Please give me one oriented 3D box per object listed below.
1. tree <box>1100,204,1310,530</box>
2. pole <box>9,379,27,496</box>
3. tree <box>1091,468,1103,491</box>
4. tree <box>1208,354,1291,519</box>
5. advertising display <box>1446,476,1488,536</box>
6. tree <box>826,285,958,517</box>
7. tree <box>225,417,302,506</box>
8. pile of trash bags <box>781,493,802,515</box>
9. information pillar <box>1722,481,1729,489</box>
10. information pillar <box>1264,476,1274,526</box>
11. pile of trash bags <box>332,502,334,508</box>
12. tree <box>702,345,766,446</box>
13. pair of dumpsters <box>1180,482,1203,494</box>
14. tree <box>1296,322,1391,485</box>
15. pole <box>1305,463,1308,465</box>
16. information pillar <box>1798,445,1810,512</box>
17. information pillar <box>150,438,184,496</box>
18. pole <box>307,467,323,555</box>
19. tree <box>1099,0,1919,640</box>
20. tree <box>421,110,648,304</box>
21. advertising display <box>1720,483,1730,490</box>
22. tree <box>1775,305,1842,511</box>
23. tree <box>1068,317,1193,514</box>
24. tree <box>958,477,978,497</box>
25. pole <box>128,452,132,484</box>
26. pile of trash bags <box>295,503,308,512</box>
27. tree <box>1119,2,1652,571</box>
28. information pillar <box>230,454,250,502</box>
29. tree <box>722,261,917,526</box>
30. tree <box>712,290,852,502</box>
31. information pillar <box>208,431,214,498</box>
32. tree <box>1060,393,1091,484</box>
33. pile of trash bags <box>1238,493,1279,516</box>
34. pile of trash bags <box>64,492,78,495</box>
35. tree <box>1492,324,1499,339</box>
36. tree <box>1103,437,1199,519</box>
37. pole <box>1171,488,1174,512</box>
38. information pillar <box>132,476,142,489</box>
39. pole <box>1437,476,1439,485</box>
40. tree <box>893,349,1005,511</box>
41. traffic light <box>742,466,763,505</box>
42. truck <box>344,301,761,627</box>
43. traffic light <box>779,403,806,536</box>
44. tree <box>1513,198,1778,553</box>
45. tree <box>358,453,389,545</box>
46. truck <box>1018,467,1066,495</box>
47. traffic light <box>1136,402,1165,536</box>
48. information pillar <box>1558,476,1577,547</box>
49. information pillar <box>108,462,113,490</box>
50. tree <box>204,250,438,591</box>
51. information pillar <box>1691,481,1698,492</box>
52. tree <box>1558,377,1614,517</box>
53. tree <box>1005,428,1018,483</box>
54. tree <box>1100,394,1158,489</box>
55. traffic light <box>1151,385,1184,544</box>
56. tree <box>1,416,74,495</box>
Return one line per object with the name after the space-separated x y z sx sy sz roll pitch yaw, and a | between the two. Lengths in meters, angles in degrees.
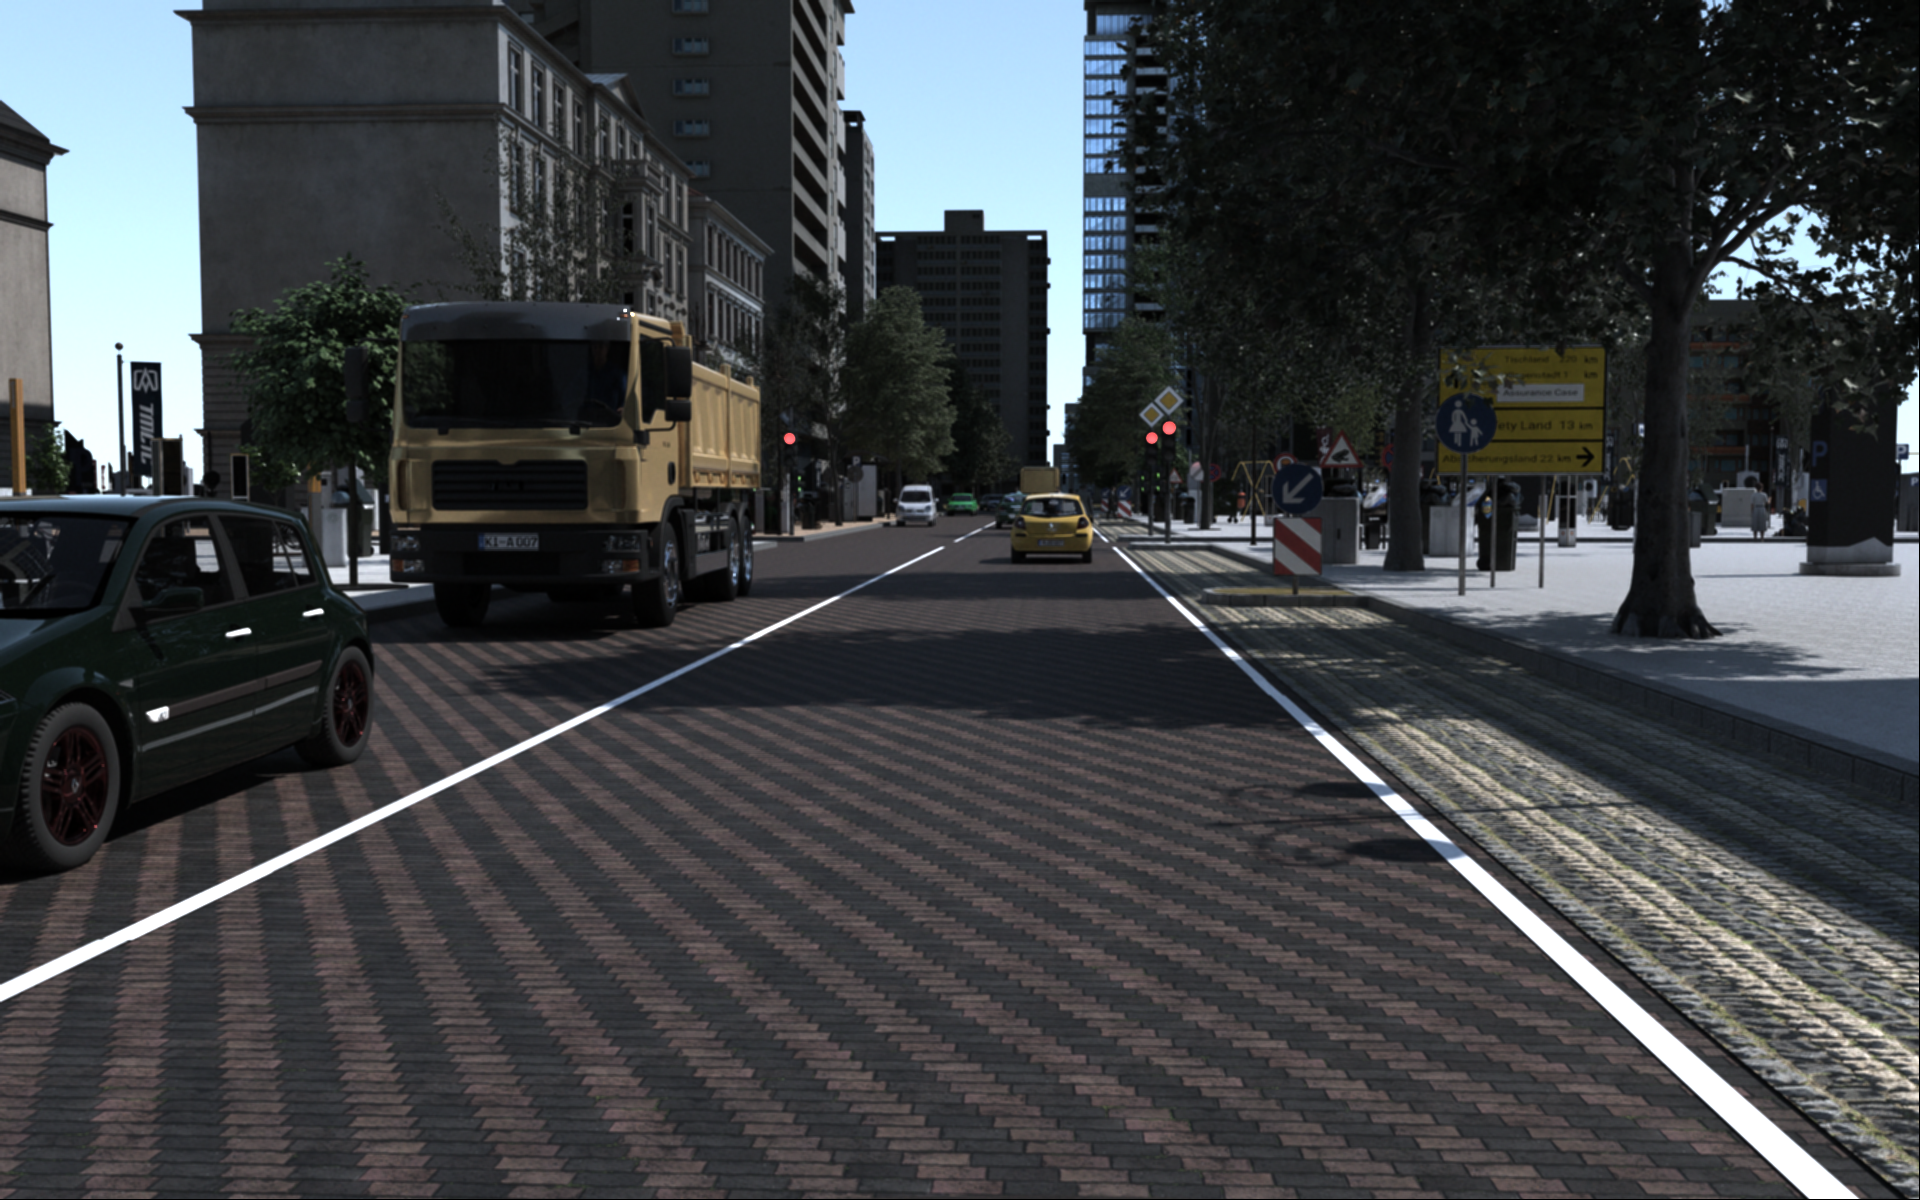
8.755 -8.297 61.407 9.928 11.665 9.643 0 3 0 | tree
-16.678 -2.254 30.690 0.158 3.312 0.155 0 3 0 | pole
14.298 -10.709 158.812 4.285 4.588 4.351 0 3 0 | tree
14.987 -8.467 88.805 4.360 8.622 3.978 0 3 0 | tree
11.786 -2.145 40.279 0.974 1.923 0.123 -1 4 -11 | advertising display
-3.757 -10.800 94.706 7.486 12.596 7.792 0 3 0 | tree
-14.299 -2.521 35.820 1.663 3.219 1.824 0 3 0 | tree
-9.346 -5.248 95.557 1.912 1.369 3.447 0 4 -3 | pile of trash bags
42.234 -5.574 95.620 0.304 2.012 0.304 2 4 27 | information pillar
12.246 -3.922 68.609 0.304 2.012 0.304 0 4 -4 | information pillar
-41.792 -6.604 117.731 3.447 1.369 1.912 1 4 9 | pile of trash bags
-11.371 -8.278 85.710 4.737 8.622 4.395 0 3 0 | tree
13.379 -5.897 98.915 1.574 2.255 4.437 0 4 3 | pair of dumpsters
16.397 -7.493 72.880 4.737 8.622 4.395 0 3 0 | tree
22.840 -7.369 114.321 0.158 3.312 0.155 0 3 0 | pole
40.300 -5.591 82.772 0.504 3.616 0.183 0 4 7 | information pillar
-10.442 -1.123 22.860 0.304 2.012 0.304 3 5 44 | information pillar
-10.314 -2.068 27.651 0.158 3.312 0.155 0 3 0 | pole
6.374 -6.013 15.318 9.611 12.733 9.660 0 3 0 | tree
-7.803 -5.040 32.772 4.360 8.622 3.978 0 3 0 | tree
43.306 -5.681 98.098 0.123 1.923 0.974 0 4 -2 | advertising display
27.428 -6.485 56.400 4.360 8.622 3.978 0 3 0 | tree
11.280 -11.841 111.724 7.486 12.596 7.792 0 3 0 | tree
1.375 -14.354 185.045 4.360 8.622 3.978 0 3 0 | tree
-39.877 -5.470 83.276 0.158 3.312 0.155 0 3 0 | pole
-43.406 -6.304 112.815 1.912 1.369 3.447 1 4 16 | pile of trash bags
7.565 -7.463 28.683 9.857 13.997 8.962 0 3 0 | tree
-13.237 -1.675 31.878 0.304 2.012 0.304 -1 4 -21 | information pillar
-5.176 -8.270 69.629 7.601 10.594 8.767 2 4 26 | tree
-6.435 -6.829 62.009 4.360 8.622 3.978 0 3 0 | tree
-27.971 -4.486 64.696 0.183 3.616 0.504 -1 4 -15 | information pillar
16.330 -17.549 193.577 9.857 13.997 8.962 0 3 0 | tree
17.571 -5.746 103.693 1.912 1.369 3.447 3 5 39 | pile of trash bags
-35.444 -3.539 67.609 3.447 1.369 1.912 2 4 33 | pile of trash bags
20.182 -7.015 65.056 4.360 8.622 3.978 0 3 0 | tree
10.567 -6.457 89.279 4.285 4.588 4.351 0 3 0 | tree
15.053 -7.882 122.714 0.158 3.312 0.155 0 3 0 | pole
-31.116 -3.733 65.520 0.304 2.012 0.304 -1 4 -15 | information pillar
33.920 -7.896 122.943 0.158 3.312 0.155 0 3 0 | pole
-1.617 -13.310 134.633 9.611 12.733 9.660 0 3 0 | tree
-5.622 -3.456 45.424 0.839 4.253 0.868 0 4 3 | traffic light
-4.315 -1.526 20.872 3.469 3.379 9.791 0 4 1 | truck
-5.184 -3.943 53.397 0.839 4.253 0.868 0 4 3 | traffic light
14.414 -5.314 37.246 4.360 8.622 3.978 0 3 0 | tree
-14.322 -3.000 43.654 1.663 3.219 1.824 0 3 0 | tree
5.629 -7.642 120.867 3.469 3.379 9.791 0 4 4 | truck
5.811 -3.908 52.811 0.839 4.253 0.868 0 4 3 | traffic light
14.652 -2.279 41.752 0.304 2.012 0.304 -2 4 -30 | information pillar
-61.758 -8.233 125.957 0.183 3.616 0.504 0 4 -1 | information pillar
-8.330 -2.428 23.405 4.285 4.588 4.351 0 3 0 | tree
41.222 -5.672 97.237 0.304 2.012 0.304 1 4 21 | information pillar
35.072 -9.004 97.577 4.737 8.622 4.395 0 3 0 | tree
0.091 -15.628 172.523 9.611 12.733 9.660 0 3 0 | tree
11.932 -10.327 119.208 4.737 8.622 4.395 0 3 0 | tree
5.373 -3.420 44.838 0.839 4.253 0.868 0 4 3 | traffic light
-22.419 -2.946 42.774 1.663 3.219 1.824 0 3 0 | tree
